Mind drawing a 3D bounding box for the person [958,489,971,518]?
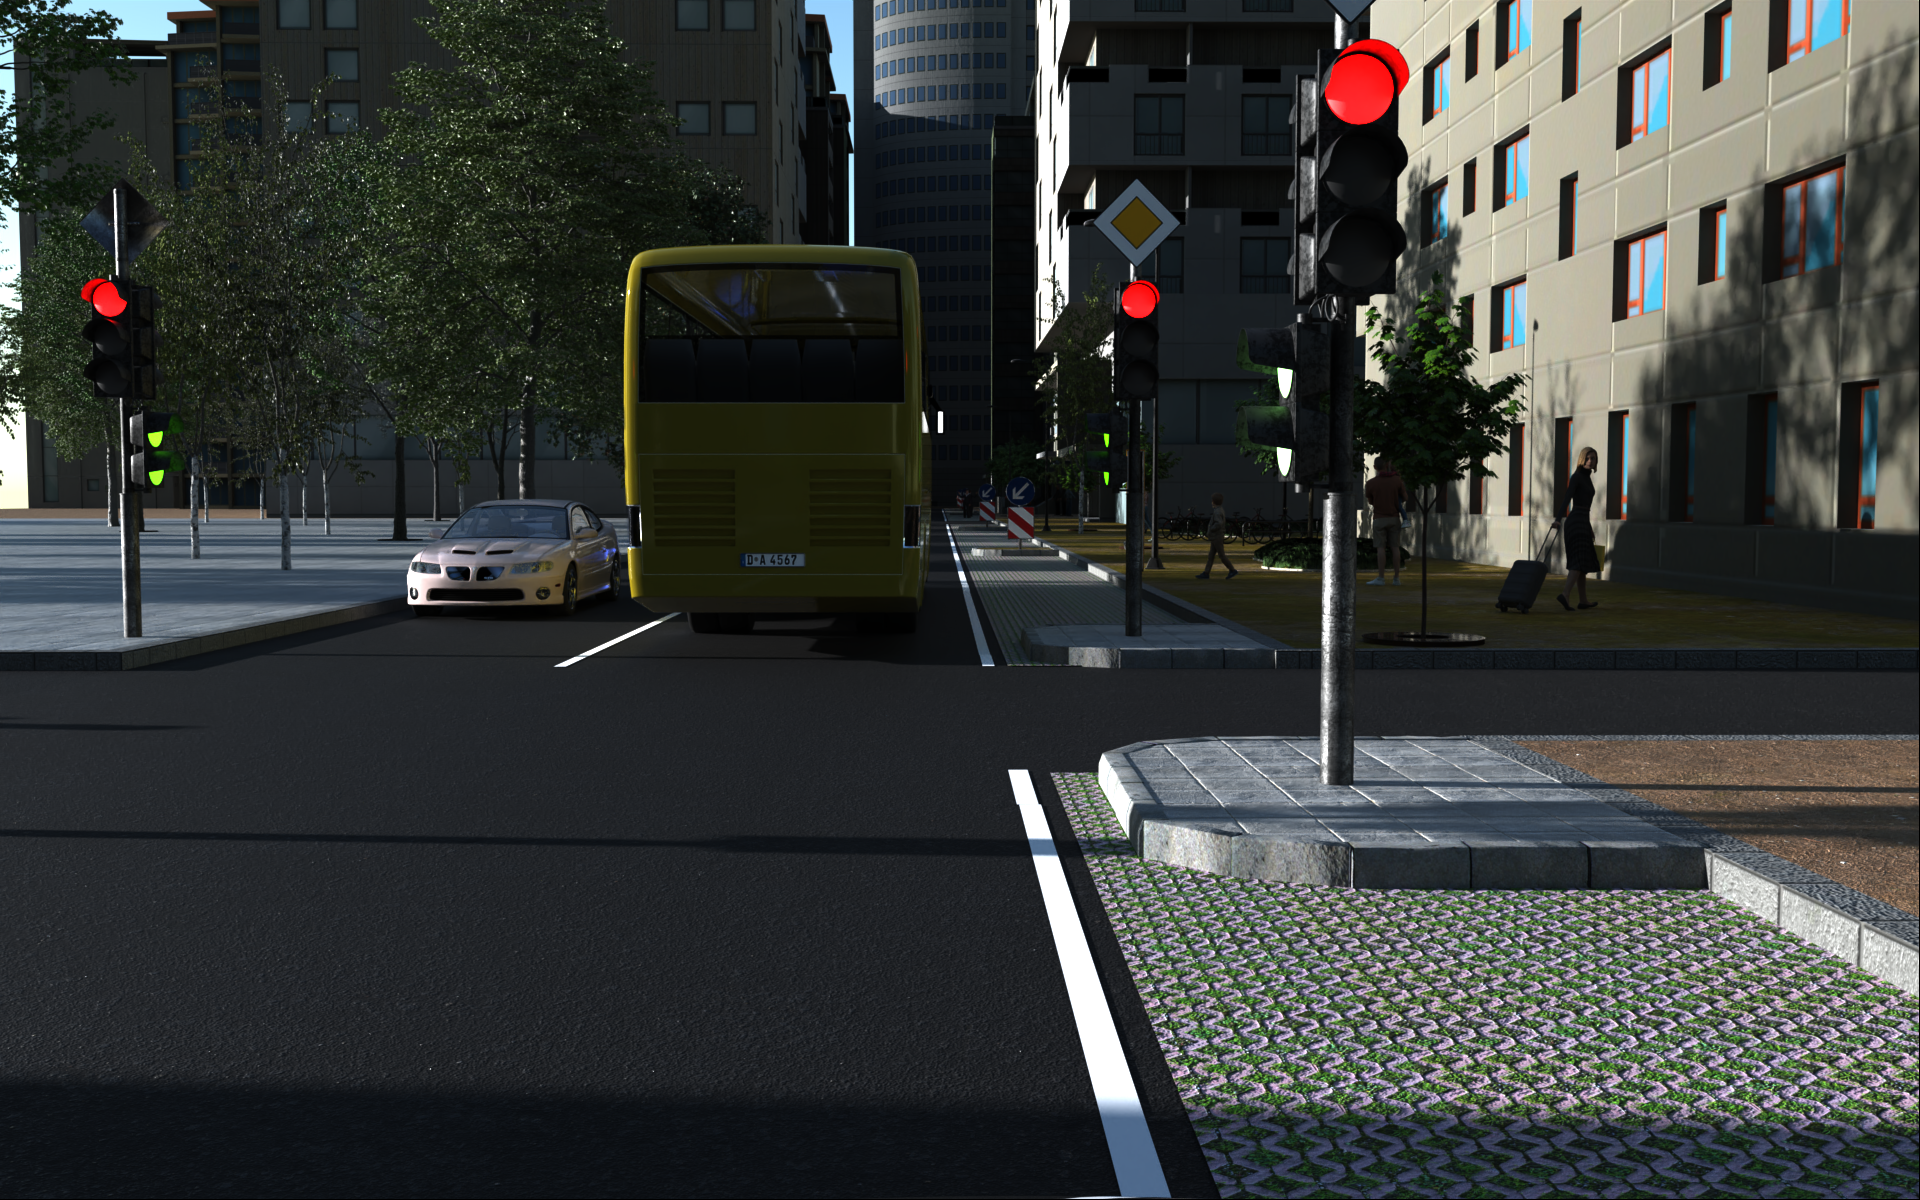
[{"bbox_3d":[0.274,-5.727,102.937,0.742,1.727,0.445,-1,4,-19],"label":"person"}]

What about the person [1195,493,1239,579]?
[{"bbox_3d":[3.878,-0.963,26.063,0.640,1.303,0.475,0,4,-1],"label":"person"}]

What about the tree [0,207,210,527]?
[{"bbox_3d":[-33.972,-9.179,68.203,7.486,12.596,7.792,0,3,0],"label":"tree"}]

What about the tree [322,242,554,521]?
[{"bbox_3d":[-24.775,-10.471,81.572,12.009,13.543,11.850,0,3,0],"label":"tree"}]

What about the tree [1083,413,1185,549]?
[{"bbox_3d":[4.171,-2.821,40.723,1.663,3.219,1.824,0,3,0],"label":"tree"}]

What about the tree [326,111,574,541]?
[{"bbox_3d":[-15.242,-7.431,47.254,9.928,11.665,9.643,0,3,0],"label":"tree"}]

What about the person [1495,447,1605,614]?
[{"bbox_3d":[6.549,-0.782,19.048,1.509,1.804,0.699,-1,4,-22],"label":"person"}]

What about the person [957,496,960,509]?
[{"bbox_3d":[-0.102,-9.571,168.168,0.628,1.438,0.799,-1,4,-13],"label":"person"}]

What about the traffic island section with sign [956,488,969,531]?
[{"bbox_3d":[0.934,-3.600,67.493,1.989,1.847,2.006,0,4,-1],"label":"traffic island section with sign"}]

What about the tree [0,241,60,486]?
[{"bbox_3d":[-28.244,-6.070,49.610,4.737,8.622,4.395,0,3,0],"label":"tree"}]

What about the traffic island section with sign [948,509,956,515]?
[{"bbox_3d":[0.289,-6.677,117.798,1.989,1.847,2.006,0,4,-1],"label":"traffic island section with sign"}]

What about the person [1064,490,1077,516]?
[{"bbox_3d":[6.310,-5.724,99.718,0.705,1.814,1.350,-2,4,-26],"label":"person"}]

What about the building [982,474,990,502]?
[{"bbox_3d":[18.256,-28.308,154.711,32.217,40.220,23.993,0,4,-1],"label":"building"}]

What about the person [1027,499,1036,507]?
[{"bbox_3d":[4.151,-5.774,103.710,0.557,1.426,1.065,3,5,40],"label":"person"}]

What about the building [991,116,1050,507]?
[{"bbox_3d":[9.411,-22.260,135.659,14.160,30.474,14.107,0,4,-1],"label":"building"}]

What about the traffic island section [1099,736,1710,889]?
[{"bbox_3d":[1.694,0.892,7.692,2.009,0.180,2.903,0,4,-1],"label":"traffic island section"}]

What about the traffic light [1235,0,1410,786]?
[{"bbox_3d":[1.654,-1.141,7.577,0.839,4.253,0.868,0,4,-1],"label":"traffic light"}]

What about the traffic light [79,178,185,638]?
[{"bbox_3d":[-7.408,-1.621,15.432,0.839,4.253,0.868,0,4,-1],"label":"traffic light"}]

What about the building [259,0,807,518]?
[{"bbox_3d":[-23.444,-31.463,103.655,28.713,52.752,27.495,0,4,-1],"label":"building"}]

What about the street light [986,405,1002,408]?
[{"bbox_3d":[2.079,-7.228,90.721,1.470,5.913,1.316,0,4,-1],"label":"street light"}]

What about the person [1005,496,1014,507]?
[{"bbox_3d":[2.700,-5.313,93.363,0.568,1.767,0.683,-1,4,-9],"label":"person"}]

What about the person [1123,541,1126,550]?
[{"bbox_3d":[3.899,-1.763,39.121,0.590,1.304,0.306,-3,4,-36],"label":"person"}]

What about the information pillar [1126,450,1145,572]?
[{"bbox_3d":[2.906,-1.481,28.703,0.304,2.012,0.304,0,4,6],"label":"information pillar"}]

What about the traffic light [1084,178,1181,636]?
[{"bbox_3d":[1.552,-1.629,15.562,0.839,4.253,0.868,0,4,-1],"label":"traffic light"}]

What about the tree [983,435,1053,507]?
[{"bbox_3d":[3.027,-7.140,100.458,4.285,4.588,4.351,0,3,0],"label":"tree"}]

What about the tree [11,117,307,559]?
[{"bbox_3d":[-15.260,-5.146,34.497,4.737,8.622,4.395,0,3,0],"label":"tree"}]

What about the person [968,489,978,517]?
[{"bbox_3d":[0.785,-6.117,109.323,0.742,1.727,0.445,1,4,13],"label":"person"}]

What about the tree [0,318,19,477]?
[{"bbox_3d":[-35.450,-6.777,61.159,4.360,8.622,3.978,0,3,0],"label":"tree"}]

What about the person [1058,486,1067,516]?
[{"bbox_3d":[6.057,-5.821,101.353,0.705,1.807,1.348,-1,4,-20],"label":"person"}]

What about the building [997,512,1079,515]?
[{"bbox_3d":[18.711,-25.940,116.003,32.217,40.220,23.993,0,4,-1],"label":"building"}]

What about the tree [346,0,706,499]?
[{"bbox_3d":[-8.891,-7.275,37.067,7.486,12.596,7.792,0,3,0],"label":"tree"}]

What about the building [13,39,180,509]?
[{"bbox_3d":[-75.840,-29.089,159.205,14.086,41.232,14.154,0,4,-1],"label":"building"}]

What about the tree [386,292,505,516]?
[{"bbox_3d":[-17.585,-6.716,60.163,4.737,8.622,4.395,0,3,0],"label":"tree"}]

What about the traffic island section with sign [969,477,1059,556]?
[{"bbox_3d":[1.275,-1.952,40.540,1.989,1.847,2.006,0,4,-1],"label":"traffic island section with sign"}]

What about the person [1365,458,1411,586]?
[{"bbox_3d":[6.044,-1.123,24.381,0.580,1.828,0.573,-3,5,-43],"label":"person"}]

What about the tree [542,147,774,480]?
[{"bbox_3d":[-9.002,-8.592,57.493,9.611,12.733,9.660,0,3,0],"label":"tree"}]

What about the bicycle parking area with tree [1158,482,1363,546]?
[{"bbox_3d":[9.701,-3.635,46.437,9.016,4.147,8.231,0,4,6],"label":"bicycle parking area with tree"}]

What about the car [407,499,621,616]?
[{"bbox_3d":[-5.508,-0.582,21.882,2.083,1.381,4.827,0,4,-1],"label":"car"}]

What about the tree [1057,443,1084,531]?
[{"bbox_3d":[4.378,-4.025,60.418,1.663,3.219,1.824,0,3,0],"label":"tree"}]

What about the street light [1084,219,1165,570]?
[{"bbox_3d":[2.792,-3.480,29.441,1.470,5.913,1.316,0,4,-1],"label":"street light"}]

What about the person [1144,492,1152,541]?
[{"bbox_3d":[5.033,-2.467,46.977,0.643,1.750,0.593,1,4,13],"label":"person"}]

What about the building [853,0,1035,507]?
[{"bbox_3d":[2.957,-39.285,184.306,28.212,58.520,21.231,0,4,-1],"label":"building"}]

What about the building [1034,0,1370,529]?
[{"bbox_3d":[17.424,-29.796,76.407,28.713,52.752,27.495,0,4,-1],"label":"building"}]

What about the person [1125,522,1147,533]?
[{"bbox_3d":[5.727,-3.093,56.469,0.748,1.841,0.638,3,5,41],"label":"person"}]

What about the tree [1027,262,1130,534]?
[{"bbox_3d":[3.991,-6.455,55.902,4.737,8.622,4.395,0,3,0],"label":"tree"}]

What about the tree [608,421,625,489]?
[{"bbox_3d":[-15.004,-8.345,86.806,4.737,8.622,4.395,0,3,0],"label":"tree"}]

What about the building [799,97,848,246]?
[{"bbox_3d":[-15.556,-21.686,126.268,14.160,30.474,14.107,0,4,-1],"label":"building"}]

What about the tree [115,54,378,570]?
[{"bbox_3d":[-11.541,-4.799,28.831,4.360,8.622,3.978,0,3,0],"label":"tree"}]

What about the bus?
[{"bbox_3d":[-1.635,-1.783,20.697,2.896,3.916,12.252,0,4,0],"label":"bus"}]

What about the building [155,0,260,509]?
[{"bbox_3d":[-53.470,-30.564,154.351,28.867,44.769,22.147,0,4,-1],"label":"building"}]

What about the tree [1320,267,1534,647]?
[{"bbox_3d":[4.108,-1.236,14.808,1.663,3.219,1.824,0,3,0],"label":"tree"}]

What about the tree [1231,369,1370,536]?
[{"bbox_3d":[7.619,-3.277,37.295,4.285,4.588,4.351,0,3,0],"label":"tree"}]

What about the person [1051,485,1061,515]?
[{"bbox_3d":[5.850,-5.982,103.983,0.705,1.807,1.348,-1,4,-21],"label":"person"}]

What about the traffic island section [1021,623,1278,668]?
[{"bbox_3d":[1.592,0.404,15.676,2.009,0.180,2.903,0,4,-1],"label":"traffic island section"}]

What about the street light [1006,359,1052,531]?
[{"bbox_3d":[2.458,-5.339,59.829,1.470,5.913,1.316,0,4,-1],"label":"street light"}]

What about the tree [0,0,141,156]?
[{"bbox_3d":[-13.989,-5.818,20.878,9.928,11.665,9.643,0,3,0],"label":"tree"}]

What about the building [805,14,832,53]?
[{"bbox_3d":[-24.250,-30.591,154.784,28.867,44.769,22.147,0,4,-1],"label":"building"}]

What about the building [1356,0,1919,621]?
[{"bbox_3d":[24.037,-11.140,27.181,28.899,21.520,27.650,0,4,-1],"label":"building"}]
